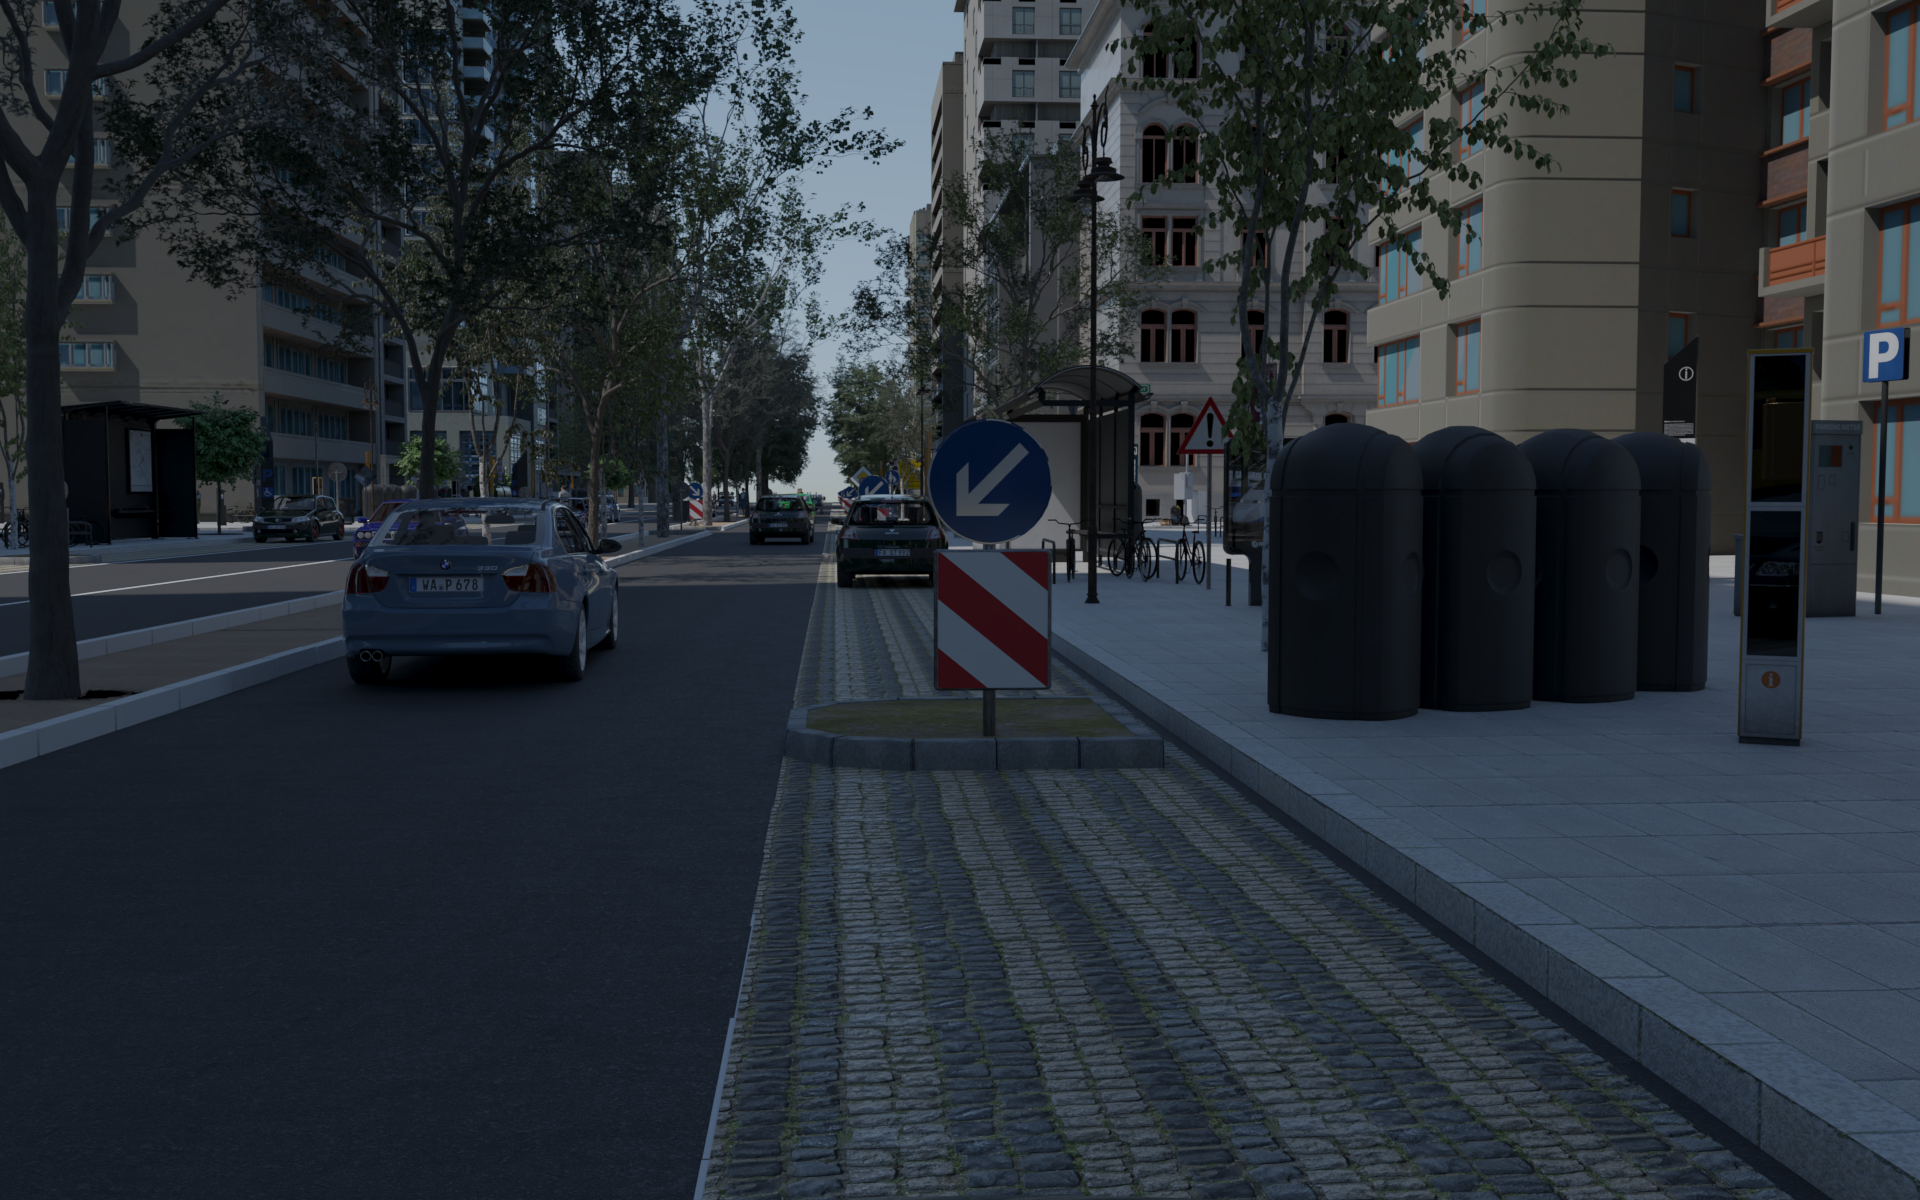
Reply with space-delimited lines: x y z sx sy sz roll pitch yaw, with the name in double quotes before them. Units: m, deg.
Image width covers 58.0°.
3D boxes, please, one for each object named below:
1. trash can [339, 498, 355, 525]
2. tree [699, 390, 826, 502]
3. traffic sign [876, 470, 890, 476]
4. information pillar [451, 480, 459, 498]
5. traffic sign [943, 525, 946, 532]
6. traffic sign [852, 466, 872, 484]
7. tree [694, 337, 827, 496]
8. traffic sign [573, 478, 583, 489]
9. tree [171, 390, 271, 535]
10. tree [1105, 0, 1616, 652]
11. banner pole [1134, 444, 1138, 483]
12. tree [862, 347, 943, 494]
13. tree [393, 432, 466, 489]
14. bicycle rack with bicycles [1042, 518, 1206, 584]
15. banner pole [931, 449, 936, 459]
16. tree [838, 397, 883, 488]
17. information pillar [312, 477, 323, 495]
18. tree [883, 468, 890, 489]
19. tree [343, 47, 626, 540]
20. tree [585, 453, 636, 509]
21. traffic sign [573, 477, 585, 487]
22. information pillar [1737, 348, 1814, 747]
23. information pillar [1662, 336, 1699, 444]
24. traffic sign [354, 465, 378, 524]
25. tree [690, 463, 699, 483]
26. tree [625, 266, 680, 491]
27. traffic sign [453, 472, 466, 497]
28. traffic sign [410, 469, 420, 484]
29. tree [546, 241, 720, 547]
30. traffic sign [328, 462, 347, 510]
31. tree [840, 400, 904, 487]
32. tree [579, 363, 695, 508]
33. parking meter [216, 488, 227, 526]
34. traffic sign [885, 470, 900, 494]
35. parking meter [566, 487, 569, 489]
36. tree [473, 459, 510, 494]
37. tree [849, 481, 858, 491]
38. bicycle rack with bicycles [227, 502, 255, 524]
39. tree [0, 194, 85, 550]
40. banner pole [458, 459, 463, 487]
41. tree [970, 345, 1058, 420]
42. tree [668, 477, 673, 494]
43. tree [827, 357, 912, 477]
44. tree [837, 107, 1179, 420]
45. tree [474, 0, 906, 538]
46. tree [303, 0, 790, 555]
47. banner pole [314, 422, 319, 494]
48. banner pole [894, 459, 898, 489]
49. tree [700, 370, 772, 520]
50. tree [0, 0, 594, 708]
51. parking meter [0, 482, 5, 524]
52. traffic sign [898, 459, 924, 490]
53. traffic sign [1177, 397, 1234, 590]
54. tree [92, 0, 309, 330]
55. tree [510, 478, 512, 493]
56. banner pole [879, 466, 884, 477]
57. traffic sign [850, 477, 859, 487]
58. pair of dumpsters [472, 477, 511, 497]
"trash can" -25.471 -3.685 71.903 0.748 1.137 0.748 0 3 0
"tree" -15.556 -13.428 139.014 9.611 12.733 9.660 0 3 0
"traffic sign" -5.734 -9.014 141.258 2.265 3.308 0.079 0 4 -1
"information pillar" -26.609 -5.311 91.320 0.304 2.012 0.304 0 4 5
"traffic sign" -0.466 -3.199 52.409 0.768 2.556 0.104 0 4 1
"traffic sign" -3.430 -3.532 61.389 0.795 2.450 0.064 0 4 -4
"tree" -14.598 -13.415 128.447 9.857 13.997 8.962 0 3 0
"traffic sign" -29.765 -8.246 134.933 0.768 2.556 0.104 0 4 -2
"tree" -23.419 -4.335 54.587 4.285 4.588 4.351 0 3 0
"tree" 2.760 -3.891 13.981 4.737 8.622 4.395 0 3 0
"banner pole" 7.450 -5.258 75.979 0.863 3.779 0.401 2 4 34
"tree" -2.860 -8.316 86.327 4.360 8.622 3.978 0 3 0
"tree" -25.129 -5.993 81.699 4.285 4.588 4.351 0 3 0
"bicycle rack with bicycles" 2.310 -0.754 25.717 2.852 0.926 2.925 0 4 -1
"banner pole" -1.064 -5.724 83.604 0.863 3.779 0.401 1 4 10
"tree" -10.630 -17.395 202.536 7.486 12.596 7.792 0 3 0
"information pillar" -28.264 -4.389 76.244 0.304 2.012 0.304 1 4 13
"tree" -5.298 -8.045 126.131 1.663 3.219 1.824 0 3 0
"tree" -7.815 -4.613 28.247 4.360 8.622 3.978 0 3 0
"tree" -29.829 -10.160 149.833 4.285 4.588 4.351 0 3 0
"traffic sign" -29.151 -8.105 132.524 0.884 2.594 0.081 0 4 -1
"information pillar" 4.197 -0.271 8.920 0.304 2.012 0.304 2 4 25
"information pillar" 10.748 -2.111 25.865 0.504 3.616 0.183 3 4 37
"traffic sign" -20.631 -3.457 60.168 0.795 2.450 0.064 0 4 -4
"tree" -41.334 -23.558 302.185 9.611 12.733 9.660 0 3 0
"tree" -8.632 -5.436 41.699 4.360 8.622 3.978 0 3 0
"traffic sign" -26.732 -5.645 92.404 0.768 2.556 0.104 0 4 -2
"traffic sign" -21.208 -3.944 68.133 0.795 2.450 0.064 0 4 -4
"tree" -8.711 -5.761 47.008 4.737 8.622 4.395 0 3 0
"traffic sign" -25.094 -4.263 69.811 0.768 2.556 0.104 0 4 -2
"tree" -6.067 -11.147 132.613 4.737 8.622 4.395 0 3 0
"tree" -30.440 -15.466 159.526 9.857 13.997 8.962 0 3 0
"parking meter" -29.976 -3.785 70.295 0.372 1.533 0.369 0 3 0
"traffic sign" -3.571 -5.593 91.549 0.768 2.556 0.104 0 4 -3
"parking meter" -30.757 -7.964 135.915 0.399 1.863 0.255 -1 4 -18
"tree" -25.502 -6.065 93.759 1.663 3.219 1.824 0 3 0
"tree" -12.355 -14.014 212.839 4.285 4.588 4.351 0 3 0
"bicycle rack with bicycles" -31.018 -3.853 76.385 2.925 0.926 2.852 0 4 -3
"tree" -21.996 -5.460 39.641 4.737 8.622 4.395 0 3 0
"banner pole" -35.957 -8.234 124.645 0.863 3.779 0.401 3 5 43
"tree" 2.581 -8.259 85.398 4.360 8.622 3.978 0 3 0
"tree" -33.117 -12.402 197.374 1.663 3.219 1.824 0 3 0
"tree" -8.205 -15.498 160.051 9.857 13.997 8.962 0 3 0
"tree" 1.027 -6.629 42.803 8.767 10.594 7.601 0 4 3
"tree" -8.459 -12.056 55.454 12.611 20.169 13.585 0 3 0
"tree" -7.700 -6.040 35.622 8.767 10.594 7.601 0 4 -4
"banner pole" -22.351 -4.295 60.239 0.401 3.779 0.863 -1 4 -23
"banner pole" -3.757 -7.186 107.513 0.863 3.779 0.401 -2 4 -27
"tree" -12.370 -8.758 96.020 4.360 8.622 3.978 0 3 0
"tree" -6.396 -6.057 11.866 12.009 13.543 11.850 0 3 0
"parking meter" -41.571 -4.234 74.941 0.399 1.863 0.255 -3 5 -39
"traffic sign" -2.440 -6.492 100.012 2.265 3.308 0.079 0 4 3
"traffic sign" 3.340 -1.419 23.211 0.884 2.594 0.081 0 4 1
"tree" -7.035 -5.216 22.159 8.767 10.594 7.601 0 4 -4
"tree" -29.894 -7.249 113.123 1.663 3.219 1.824 0 3 0
"banner pole" -6.062 -9.029 137.641 0.863 3.779 0.401 -2 4 -34
"traffic sign" -4.007 -4.019 69.354 0.795 2.450 0.064 0 4 -4
"pair of dumpsters" -26.867 -5.917 99.229 1.574 2.255 4.437 0 4 -4
